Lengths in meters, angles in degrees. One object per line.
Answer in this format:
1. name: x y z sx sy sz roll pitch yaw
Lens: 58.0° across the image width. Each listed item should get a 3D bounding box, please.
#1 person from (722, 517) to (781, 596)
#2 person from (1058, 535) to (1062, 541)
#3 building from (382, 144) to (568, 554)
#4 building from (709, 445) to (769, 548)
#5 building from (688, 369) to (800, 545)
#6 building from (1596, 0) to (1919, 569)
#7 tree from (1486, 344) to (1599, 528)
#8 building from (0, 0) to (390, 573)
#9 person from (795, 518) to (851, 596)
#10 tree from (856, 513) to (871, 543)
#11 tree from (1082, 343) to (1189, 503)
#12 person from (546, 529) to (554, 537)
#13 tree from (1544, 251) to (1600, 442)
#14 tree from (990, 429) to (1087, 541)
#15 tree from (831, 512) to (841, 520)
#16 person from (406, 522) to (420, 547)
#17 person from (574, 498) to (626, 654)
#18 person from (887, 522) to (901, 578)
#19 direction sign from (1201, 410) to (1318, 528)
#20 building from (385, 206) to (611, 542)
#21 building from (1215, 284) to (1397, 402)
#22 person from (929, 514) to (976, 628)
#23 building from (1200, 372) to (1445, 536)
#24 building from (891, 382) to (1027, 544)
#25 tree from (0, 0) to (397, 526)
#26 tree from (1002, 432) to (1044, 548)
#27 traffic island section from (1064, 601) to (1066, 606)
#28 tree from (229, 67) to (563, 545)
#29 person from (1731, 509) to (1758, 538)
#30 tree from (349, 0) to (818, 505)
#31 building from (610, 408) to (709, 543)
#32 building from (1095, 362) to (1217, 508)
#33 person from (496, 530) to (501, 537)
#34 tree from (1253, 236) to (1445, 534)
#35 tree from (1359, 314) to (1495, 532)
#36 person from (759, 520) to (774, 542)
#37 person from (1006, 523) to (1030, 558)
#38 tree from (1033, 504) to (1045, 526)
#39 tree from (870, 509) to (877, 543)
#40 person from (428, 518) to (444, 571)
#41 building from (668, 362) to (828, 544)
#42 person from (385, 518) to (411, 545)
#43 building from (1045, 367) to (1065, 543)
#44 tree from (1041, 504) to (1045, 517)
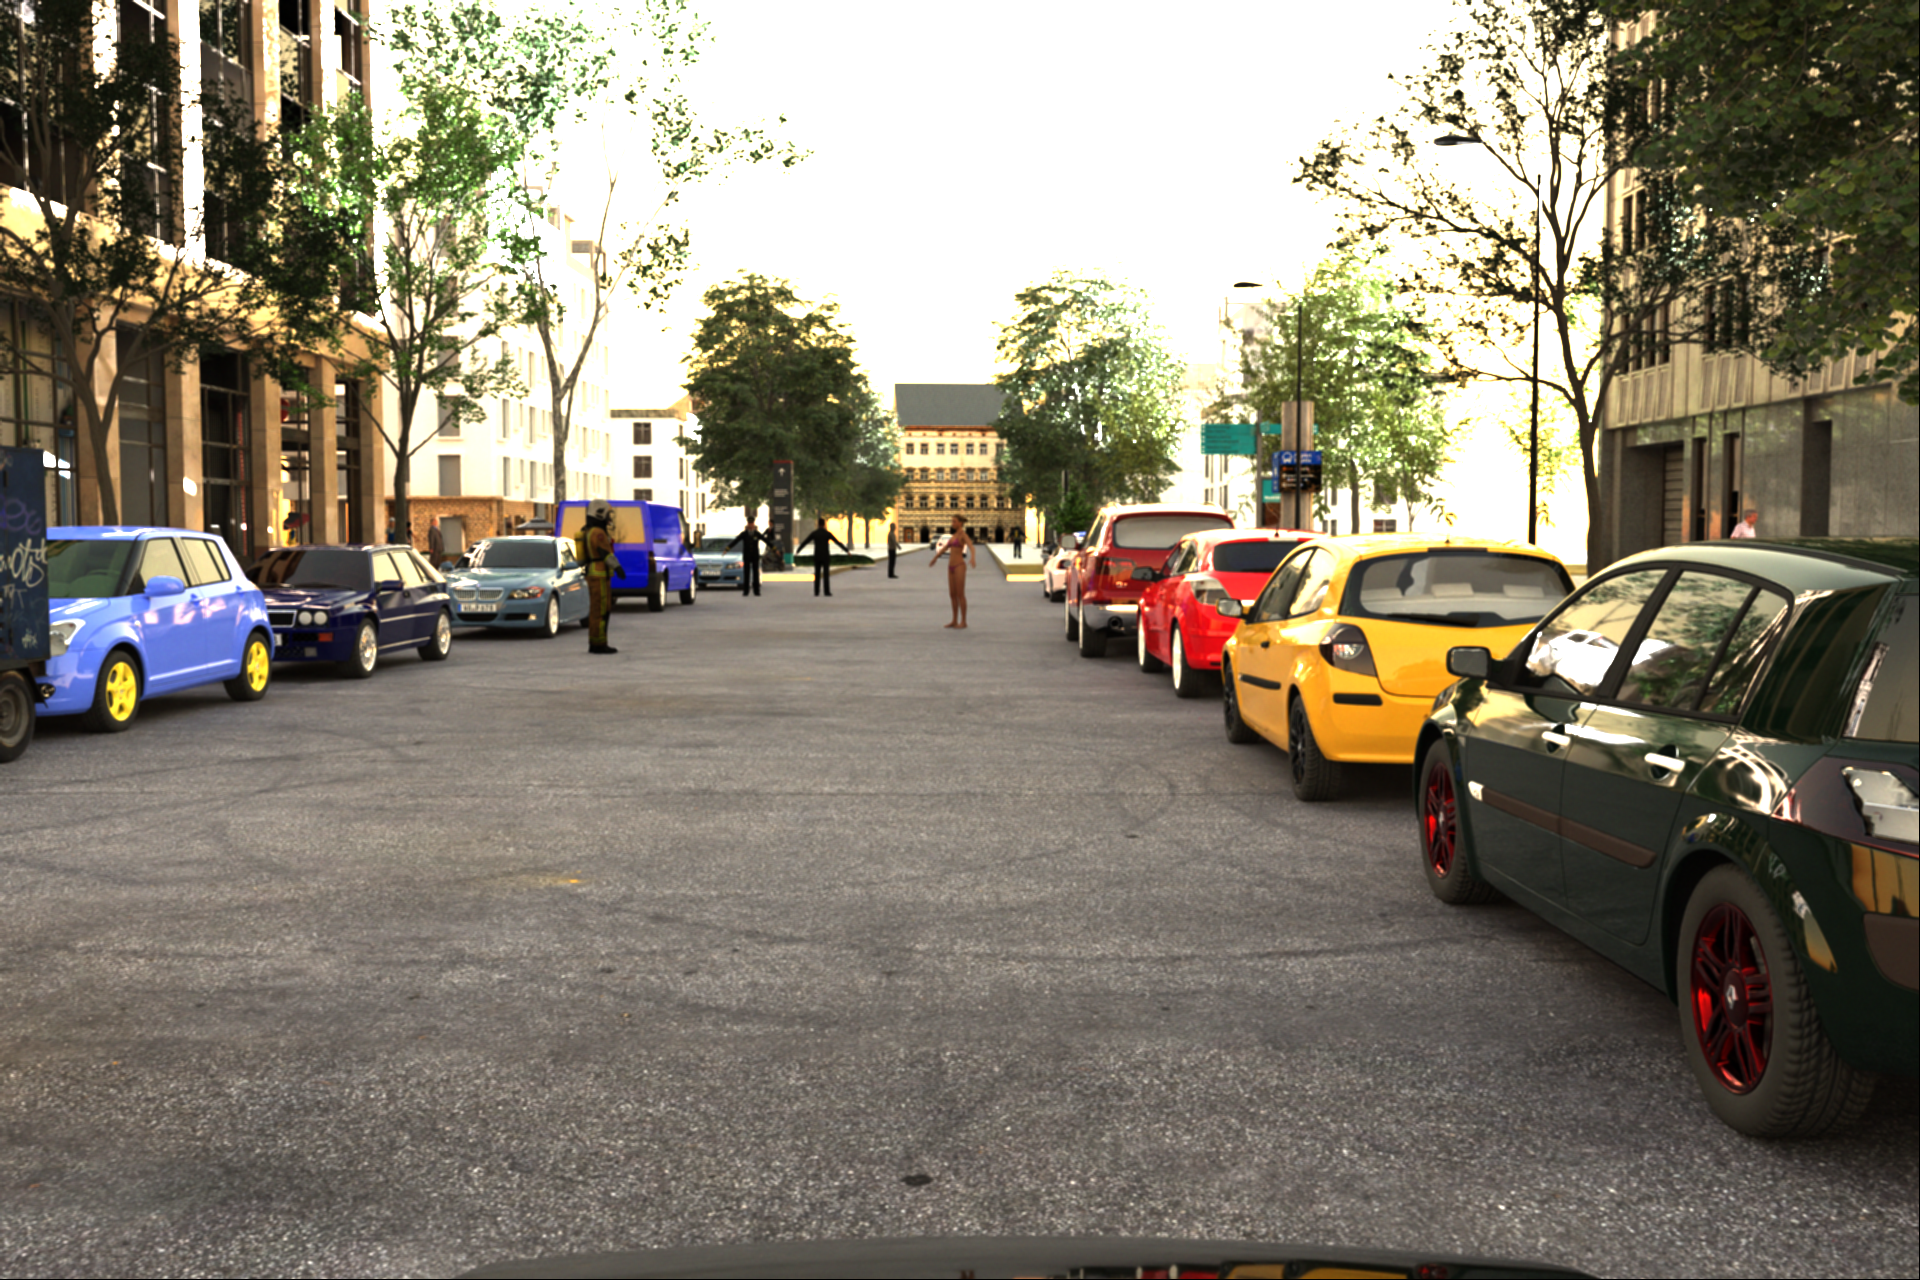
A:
1. person: -4.851 -1.948 40.247 1.347 1.837 0.705 -1 4 -9
2. person: 5.381 -5.131 90.167 0.705 1.796 1.348 -1 4 -15
3. building: -27.108 -13.942 84.371 16.016 20.090 11.380 0 3 0
4. building: -21.497 -14.160 173.668 9.099 9.664 28.070 0 4 1
5. building: -24.369 -20.716 195.119 16.016 20.090 11.380 0 4 0
6. building: 26.059 -13.887 44.307 12.078 24.872 19.932 0 4 1
7. tree: 22.677 -7.158 67.399 4.737 8.622 4.395 0 3 0
8. building: -30.004 -16.673 38.832 22.709 31.103 35.509 0 4 1
9. person: -3.190 -1.923 40.122 1.346 1.802 0.704 1 4 10
10. tree: -13.090 -18.047 245.424 4.737 8.622 4.395 0 3 0
11. tree: 6.914 -7.066 65.884 4.737 8.622 4.395 0 3 0
12. person: -11.411 -2.357 47.812 0.697 1.427 0.421 0 4 -4
13. tree: 24.022 -8.179 59.476 9.928 11.665 9.643 0 3 0
14. tree: 6.782 -12.135 132.815 8.767 10.594 7.601 -2 4 -35
15. tree: -19.984 -19.135 247.268 7.601 10.594 8.767 0 4 -8
16. person: -24.489 -4.333 76.987 1.345 1.843 0.704 3 5 40
17. person: -4.318 -0.773 20.859 0.705 1.858 1.354 -2 4 -26
18. person: -2.187 -2.934 56.558 0.705 1.813 1.348 -1 4 -16
19. direction sign: 6.455 -2.945 36.921 2.525 3.948 1.411 0 4 1
20. building: -28.129 -14.986 101.440 16.016 20.090 11.380 0 4 0
21. building: 25.593 -17.226 138.058 16.016 20.090 11.380 0 4 1
22. person: -0.102 -1.051 26.438 0.721 1.733 1.217 -2 4 -33
23. building: 20.773 -9.883 103.727 9.099 9.664 28.070 0 4 0
24. building: -0.488 -25.485 250.071 18.063 23.208 19.493 0 4 -5
25. tree: -12.357 -5.536 24.922 8.767 10.594 7.601 -3 5 -44
26. tree: 6.943 -14.007 154.772 9.928 11.665 9.643 0 3 0
27. traffic island section: 3.083 -0.700 34.310 1.991 0.108 1.994 0 4 0
28. tree: -12.597 -6.931 39.080 9.928 11.665 9.643 0 3 0
29. person: 13.540 -1.394 29.772 0.756 1.711 0.436 -2 4 -28
30. tree: -11.179 -12.002 52.130 12.611 20.169 13.585 0 3 0
31. building: -23.225 -11.481 129.858 9.099 9.664 28.070 0 4 1
32. building: 23.943 -19.605 187.001 16.747 18.905 31.486 0 4 0
33. person: -15.872 -3.071 59.471 0.991 1.433 0.599 -3 5 -40
34. tree: 14.841 -9.079 66.570 7.486 12.596 7.792 0 3 0
35. tree: 15.169 -6.552 57.480 4.737 8.622 4.395 0 3 0
36. person: -6.843 -3.451 62.608 1.347 1.806 0.705 2 4 30
37. person: 3.063 -5.274 92.013 1.354 1.856 0.705 1 4 18
38. tree: 14.356 -20.411 251.841 7.486 12.596 7.792 0 3 0
39. tree: -12.331 -18.406 251.296 4.360 8.622 3.978 0 3 0
40. person: -15.185 -2.670 50.253 0.434 1.755 0.990 0 4 3
41. building: -27.056 -23.992 223.190 19.493 23.208 18.063 0 4 0
42. person: -19.419 -3.266 59.263 1.347 1.847 0.705 0 4 2
43. building: 24.783 -23.191 223.139 27.936 21.610 32.646 0 4 1
44. tree: 13.324 -17.987 244.443 4.737 8.622 4.395 0 3 0
